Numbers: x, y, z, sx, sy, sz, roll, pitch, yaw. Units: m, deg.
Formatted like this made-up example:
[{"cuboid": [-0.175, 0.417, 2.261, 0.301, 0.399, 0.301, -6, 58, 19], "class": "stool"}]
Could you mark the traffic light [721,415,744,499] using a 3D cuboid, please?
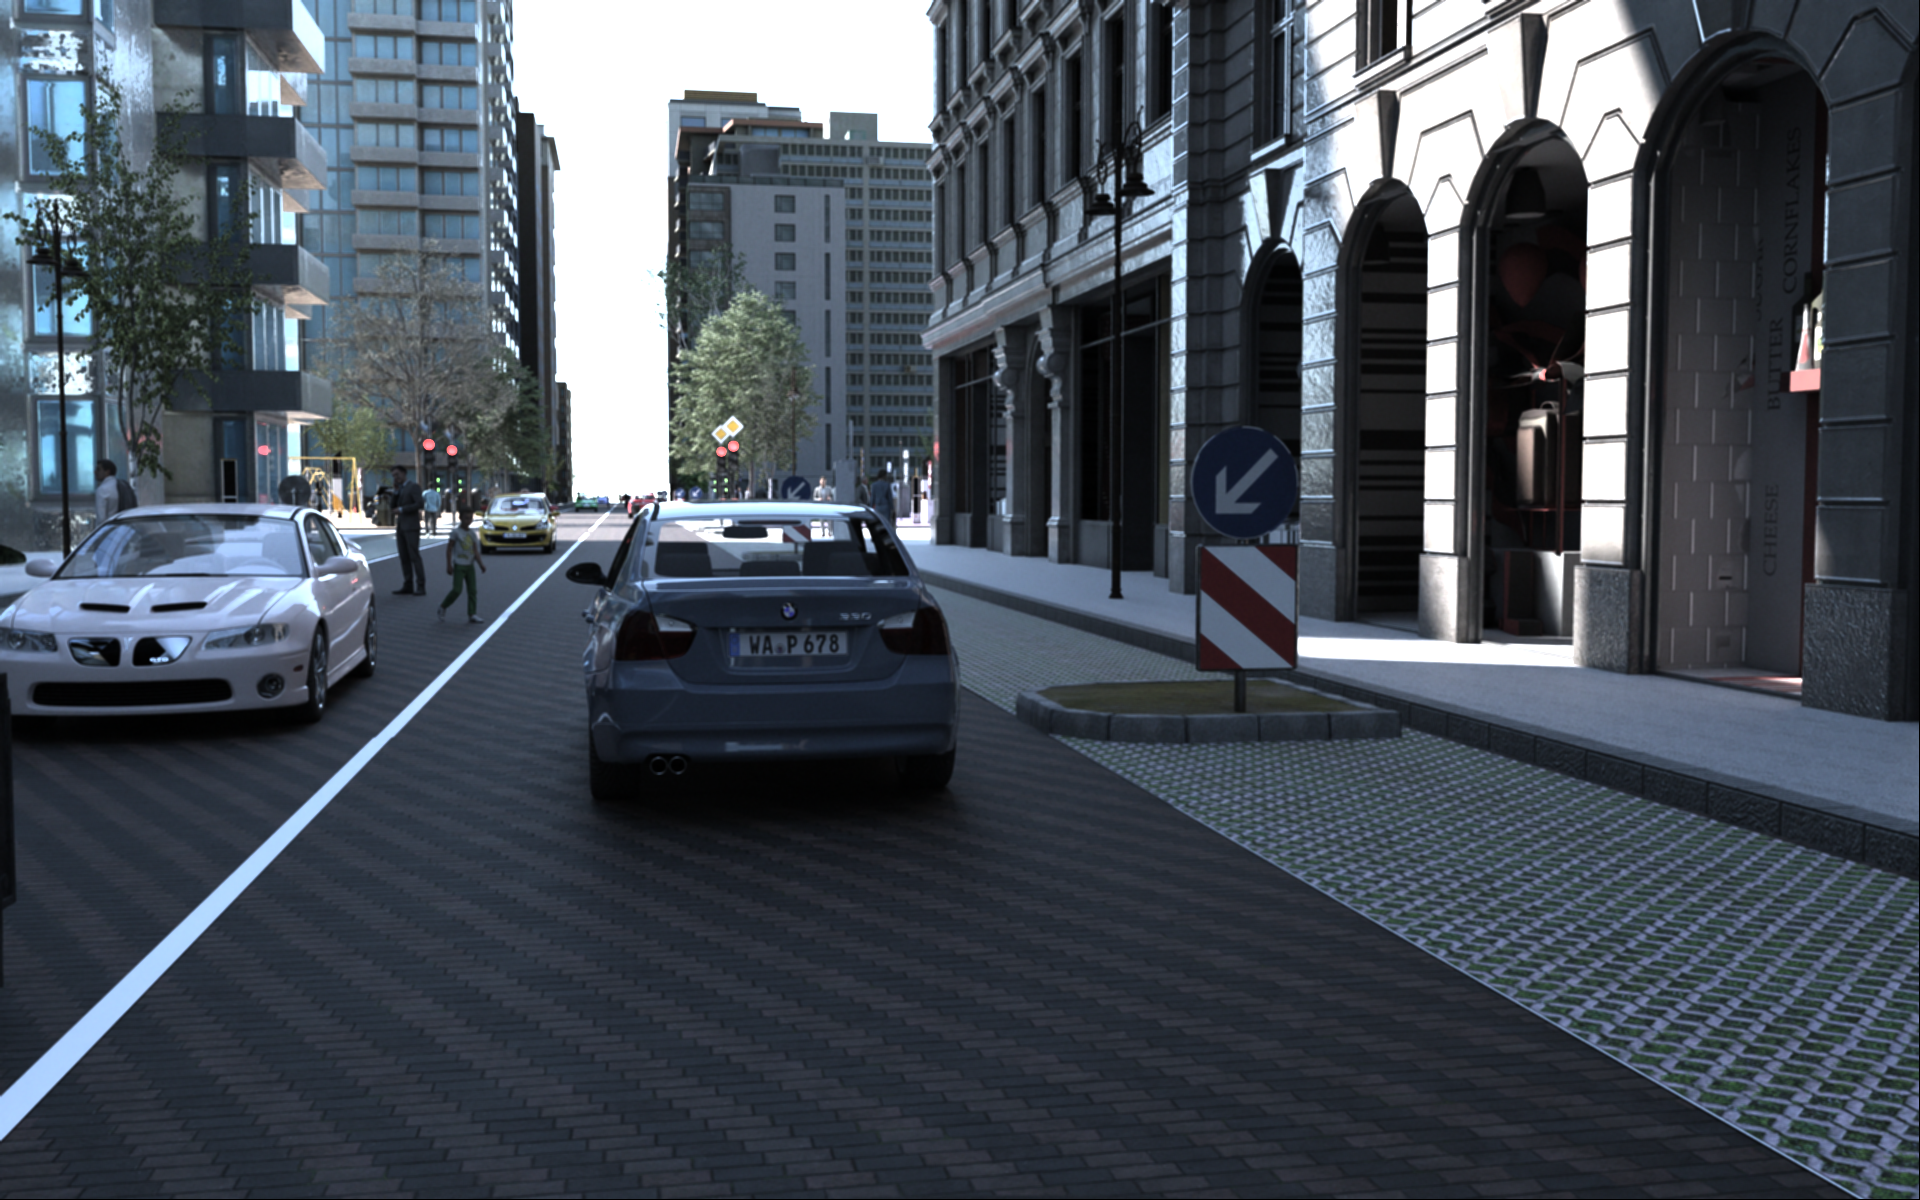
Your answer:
[{"cuboid": [-8.115, -4.460, 61.838, 0.839, 4.253, 0.868, -1, 4, -11], "class": "traffic light"}]

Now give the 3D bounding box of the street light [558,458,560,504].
[{"cuboid": [-51.999, -15.390, 224.412, 0.468, 5.910, 1.993, -1, 4, -11], "class": "street light"}]

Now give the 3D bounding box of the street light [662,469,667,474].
[{"cuboid": [-44.077, -17.545, 259.640, 0.468, 5.910, 1.993, -1, 4, -11], "class": "street light"}]

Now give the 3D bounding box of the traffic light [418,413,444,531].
[{"cuboid": [-18.287, -4.340, 59.874, 0.839, 4.253, 0.868, -1, 4, -11], "class": "traffic light"}]

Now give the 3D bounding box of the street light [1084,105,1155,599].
[{"cuboid": [1.921, -2.957, 21.140, 0.468, 5.910, 1.993, -1, 4, -11], "class": "street light"}]

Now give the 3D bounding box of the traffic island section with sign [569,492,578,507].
[{"cuboid": [-43.746, -11.220, 192.066, 1.989, 1.847, 2.006, -1, 4, -11], "class": "traffic island section with sign"}]

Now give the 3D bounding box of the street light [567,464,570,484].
[{"cuboid": [-59.896, -17.880, 265.118, 0.468, 5.910, 1.993, -1, 4, -11], "class": "street light"}]

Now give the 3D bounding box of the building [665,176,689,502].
[{"cuboid": [-33.290, -36.012, 238.902, 14.600, 45.320, 14.200, -1, 4, -11], "class": "building"}]

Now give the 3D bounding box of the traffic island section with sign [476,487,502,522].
[{"cuboid": [-24.180, -4.997, 90.335, 1.989, 1.847, 2.006, -1, 4, -11], "class": "traffic island section with sign"}]

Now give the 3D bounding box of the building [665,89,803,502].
[{"cuboid": [-33.290, -43.918, 260.052, 21.231, 58.520, 28.212, -1, 4, -11], "class": "building"}]

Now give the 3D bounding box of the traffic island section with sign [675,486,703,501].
[{"cuboid": [-13.995, -5.039, 91.013, 1.989, 1.847, 2.006, -1, 4, -11], "class": "traffic island section with sign"}]

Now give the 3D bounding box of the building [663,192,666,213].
[{"cuboid": [-34.413, -42.780, 288.684, 28.713, 52.752, 27.495, -1, 4, -11], "class": "building"}]

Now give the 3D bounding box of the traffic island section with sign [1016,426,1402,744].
[{"cuboid": [1.417, -0.136, 10.848, 1.989, 1.847, 2.006, -1, 4, -11], "class": "traffic island section with sign"}]

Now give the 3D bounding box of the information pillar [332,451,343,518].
[{"cuboid": [-33.124, -6.166, 92.166, 0.504, 3.616, 0.183, -2, 4, -26], "class": "information pillar"}]

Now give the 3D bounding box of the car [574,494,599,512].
[{"cuboid": [-30.221, -8.029, 140.074, 1.959, 1.807, 4.718, -1, 4, -12], "class": "car"}]

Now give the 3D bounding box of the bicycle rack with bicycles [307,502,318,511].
[{"cuboid": [-43.764, -6.181, 114.436, 2.925, 0.926, 2.852, 3, 5, 44], "class": "bicycle rack with bicycles"}]

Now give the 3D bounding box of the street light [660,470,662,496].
[{"cuboid": [-51.778, -20.036, 300.383, 0.468, 5.910, 1.993, -1, 4, -11], "class": "street light"}]

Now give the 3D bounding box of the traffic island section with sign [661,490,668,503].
[{"cuboid": [-19.173, -6.685, 117.931, 1.989, 1.847, 2.006, -1, 4, -11], "class": "traffic island section with sign"}]

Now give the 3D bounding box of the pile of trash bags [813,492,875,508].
[{"cuboid": [-6.049, -4.905, 89.946, 3.447, 1.369, 1.912, -1, 4, -10], "class": "pile of trash bags"}]

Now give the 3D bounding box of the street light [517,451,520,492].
[{"cuboid": [-36.334, -10.395, 142.751, 0.468, 5.910, 1.993, -1, 4, -11], "class": "street light"}]

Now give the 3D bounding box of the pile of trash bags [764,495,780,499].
[{"cuboid": [-12.814, -7.069, 125.336, 3.447, 1.369, 1.912, -2, 4, -28], "class": "pile of trash bags"}]

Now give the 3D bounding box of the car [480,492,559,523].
[{"cuboid": [-12.487, -2.461, 49.280, 2.155, 1.783, 4.494, -1, 4, -10], "class": "car"}]

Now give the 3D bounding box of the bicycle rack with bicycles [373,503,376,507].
[{"cuboid": [-42.766, -7.118, 129.759, 2.852, 0.926, 2.925, -2, 4, -34], "class": "bicycle rack with bicycles"}]

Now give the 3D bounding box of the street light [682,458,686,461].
[{"cuboid": [-28.302, -12.540, 177.824, 0.468, 5.910, 1.993, -1, 4, -11], "class": "street light"}]

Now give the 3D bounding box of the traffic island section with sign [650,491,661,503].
[{"cuboid": [-28.615, -9.693, 167.110, 1.989, 1.847, 2.006, -1, 4, -11], "class": "traffic island section with sign"}]

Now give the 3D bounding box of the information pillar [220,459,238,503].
[{"cuboid": [-15.297, -1.945, 36.288, 0.304, 2.012, 0.304, -2, 4, -27], "class": "information pillar"}]

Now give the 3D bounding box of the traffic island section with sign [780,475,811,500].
[{"cuboid": [-3.735, -1.774, 37.636, 1.989, 1.847, 2.006, -1, 4, -11], "class": "traffic island section with sign"}]

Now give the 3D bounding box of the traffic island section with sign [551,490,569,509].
[{"cuboid": [-38.639, -9.595, 165.508, 1.989, 1.847, 2.006, -1, 4, -11], "class": "traffic island section with sign"}]

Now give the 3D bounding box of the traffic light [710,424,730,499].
[{"cuboid": [-9.623, -4.939, 69.680, 0.839, 4.253, 0.868, -1, 4, -11], "class": "traffic light"}]

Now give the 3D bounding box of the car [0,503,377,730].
[{"cuboid": [-5.246, 0.012, 12.159, 2.083, 1.381, 4.827, -1, 4, -12], "class": "car"}]

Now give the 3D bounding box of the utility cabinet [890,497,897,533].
[{"cuboid": [-1.802, -1.910, 42.383, 0.306, 1.237, 1.020, 1, 4, 13], "class": "utility cabinet"}]

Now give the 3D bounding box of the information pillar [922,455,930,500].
[{"cuboid": [-2.165, -6.928, 104.620, 0.183, 3.616, 0.504, -2, 4, -34], "class": "information pillar"}]

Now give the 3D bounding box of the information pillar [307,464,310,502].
[{"cuboid": [-49.961, -8.655, 132.868, 0.183, 3.616, 0.504, -2, 4, -34], "class": "information pillar"}]

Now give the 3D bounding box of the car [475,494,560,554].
[{"cuboid": [-10.894, -1.991, 42.775, 2.015, 1.641, 3.980, -1, 4, -11], "class": "car"}]

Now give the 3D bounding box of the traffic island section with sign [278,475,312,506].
[{"cuboid": [-13.621, -1.639, 35.427, 1.989, 1.847, 2.006, -1, 4, -11], "class": "traffic island section with sign"}]

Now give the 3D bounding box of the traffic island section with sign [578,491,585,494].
[{"cuboid": [-54.299, -14.580, 247.015, 1.989, 1.847, 2.006, -1, 4, -11], "class": "traffic island section with sign"}]

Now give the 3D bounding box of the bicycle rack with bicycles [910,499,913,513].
[{"cuboid": [-3.669, -6.449, 118.825, 2.925, 0.926, 2.852, -2, 4, -30], "class": "bicycle rack with bicycles"}]

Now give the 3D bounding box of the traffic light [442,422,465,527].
[{"cuboid": [-19.795, -4.819, 67.716, 0.839, 4.253, 0.868, -1, 4, -11], "class": "traffic light"}]

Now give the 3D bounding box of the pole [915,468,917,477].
[{"cuboid": [-3.405, -8.591, 134.311, 0.158, 3.312, 0.155, 0, 3, 0], "class": "pole"}]

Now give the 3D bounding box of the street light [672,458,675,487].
[{"cuboid": [-36.102, -15.031, 218.548, 0.468, 5.910, 1.993, -1, 4, -11], "class": "street light"}]

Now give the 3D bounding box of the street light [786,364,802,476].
[{"cuboid": [-5.942, -5.449, 61.885, 0.468, 5.910, 1.993, -1, 4, -11], "class": "street light"}]

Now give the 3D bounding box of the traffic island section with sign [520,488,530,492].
[{"cuboid": [-29.273, -6.616, 116.806, 1.989, 1.847, 2.006, -1, 4, -11], "class": "traffic island section with sign"}]

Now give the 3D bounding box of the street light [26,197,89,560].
[{"cuboid": [-14.150, -3.333, 27.287, 0.468, 5.910, 1.993, -1, 4, -11], "class": "street light"}]

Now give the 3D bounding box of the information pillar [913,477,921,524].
[{"cuboid": [-1.830, -4.238, 73.786, 0.304, 2.012, 0.304, 1, 4, 17], "class": "information pillar"}]

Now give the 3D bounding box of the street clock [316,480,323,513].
[{"cuboid": [-33.779, -5.308, 91.351, 0.358, 2.002, 0.471, 0, 4, 0], "class": "street clock"}]
